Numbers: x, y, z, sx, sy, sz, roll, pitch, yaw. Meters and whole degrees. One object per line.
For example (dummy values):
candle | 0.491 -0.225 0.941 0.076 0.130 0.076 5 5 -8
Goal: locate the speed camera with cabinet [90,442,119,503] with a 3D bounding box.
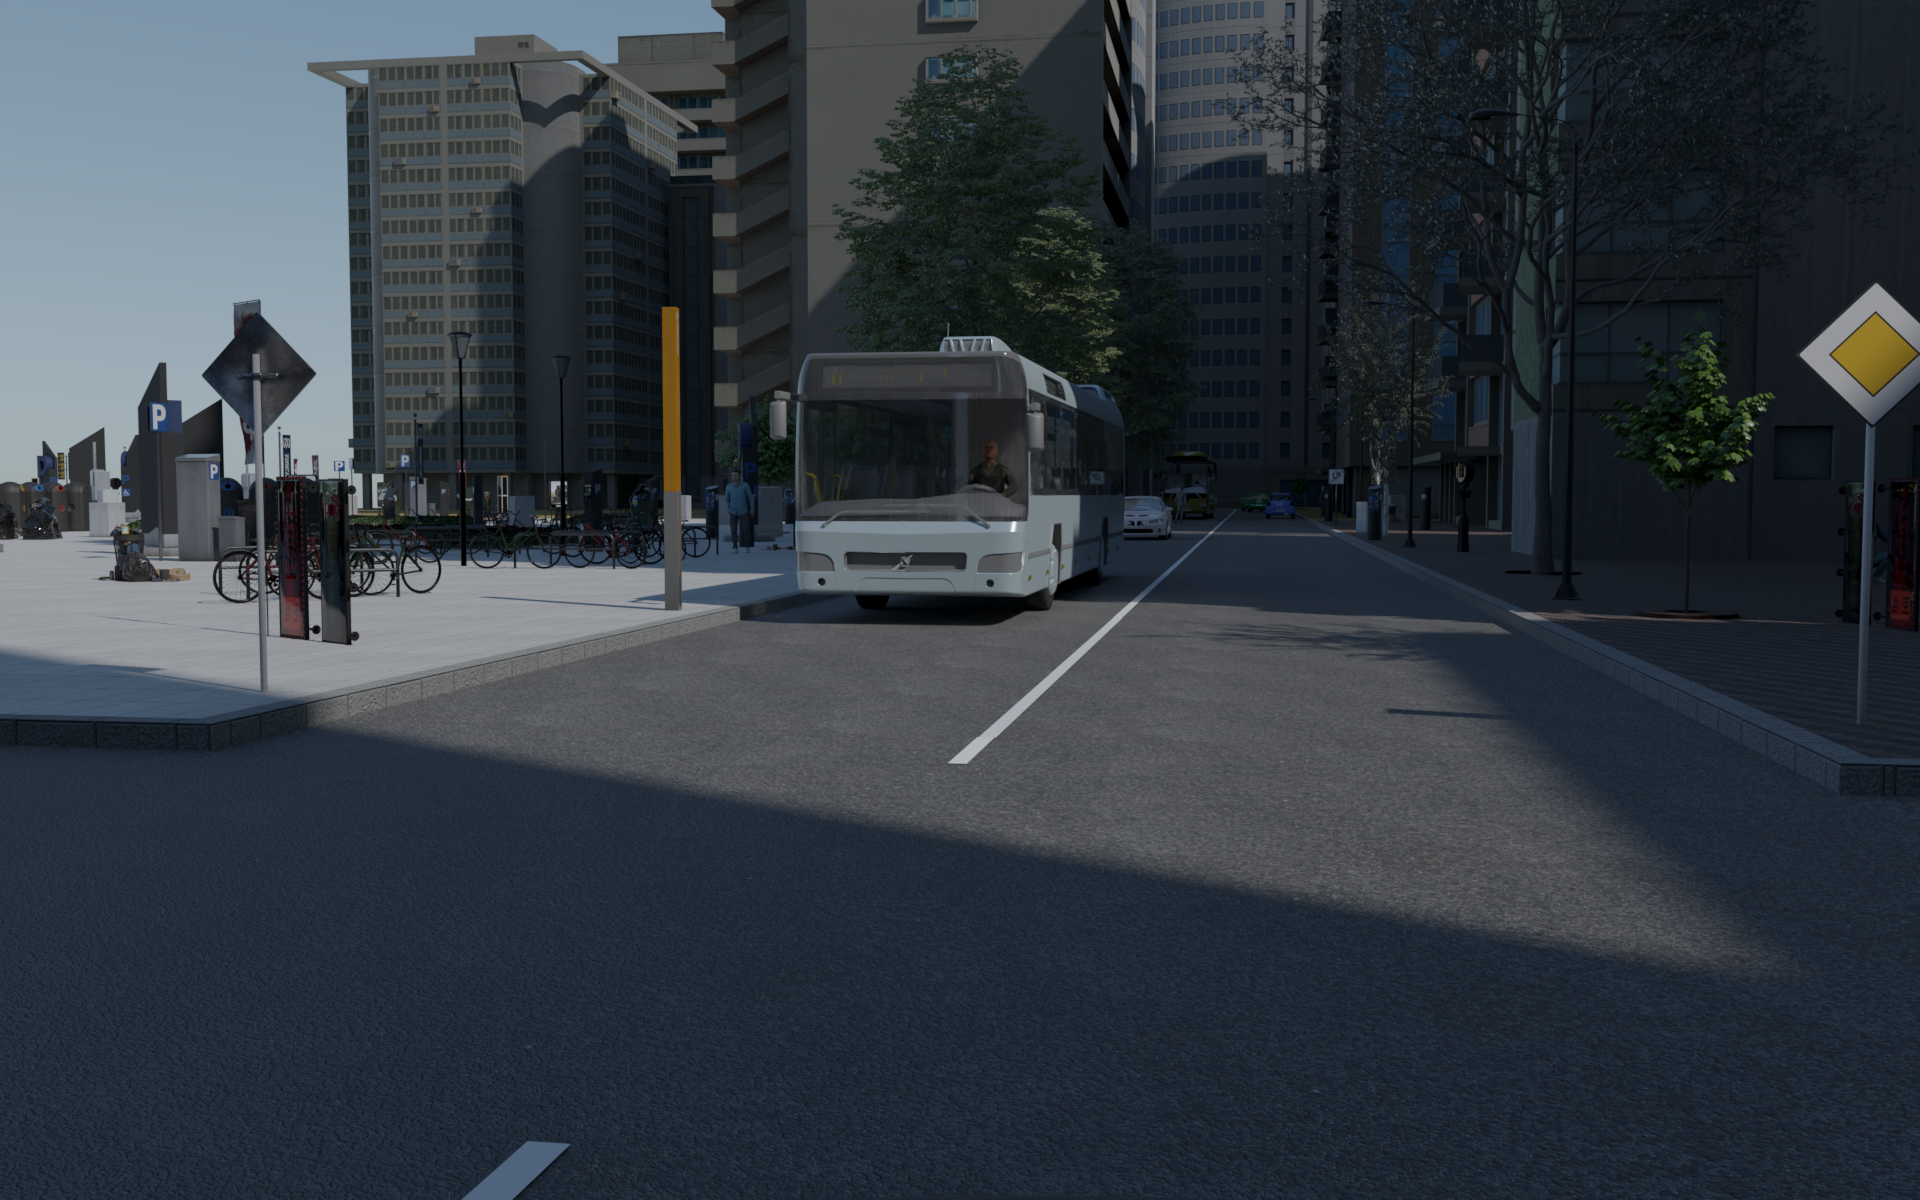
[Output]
speed camera with cabinet | -32.204 -4.335 65.215 0.660 3.252 2.038 -3 4 -37

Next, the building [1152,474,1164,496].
building | 2.993 -30.314 150.263 28.867 44.769 22.147 1 4 10

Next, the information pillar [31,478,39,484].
information pillar | -41.747 -4.510 78.222 0.304 2.012 0.304 -2 4 -24

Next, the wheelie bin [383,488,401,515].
wheelie bin | -29.431 -5.008 89.788 0.980 1.594 0.693 2 4 32

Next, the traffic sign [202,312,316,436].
traffic sign | -4.521 -0.550 11.182 0.795 2.593 0.064 1 4 10

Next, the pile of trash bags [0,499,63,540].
pile of trash bags | -27.284 -2.405 49.071 3.447 1.369 1.912 0 4 -4

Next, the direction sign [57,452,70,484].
direction sign | -48.641 -6.259 94.336 0.876 3.537 0.379 -3 5 -42

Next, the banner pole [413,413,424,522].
banner pole | -16.810 -3.902 53.812 0.401 3.779 0.863 0 4 4

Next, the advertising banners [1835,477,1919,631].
advertising banners | 8.918 -1.233 16.344 0.090 3.025 2.074 0 4 -3

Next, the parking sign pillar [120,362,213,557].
parking sign pillar | -16.649 -2.911 36.069 1.447 3.967 1.447 -3 5 -44

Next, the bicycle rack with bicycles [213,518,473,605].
bicycle rack with bicycles | -8.006 -0.513 21.777 2.925 0.926 2.852 -2 4 -32

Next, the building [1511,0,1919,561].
building | 19.663 -21.700 38.388 14.154 41.232 14.086 1 4 10

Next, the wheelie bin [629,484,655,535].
wheelie bin | -9.960 -2.840 54.349 0.693 1.594 0.980 0 4 3

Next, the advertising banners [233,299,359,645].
advertising banners | -5.889 -1.167 15.269 2.074 3.025 0.090 3 5 42

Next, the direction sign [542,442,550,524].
direction sign | -18.081 -5.106 75.479 0.379 3.537 0.876 -1 4 -16

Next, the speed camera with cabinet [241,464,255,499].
speed camera with cabinet | -30.929 -5.032 76.604 2.038 3.252 0.660 2 4 33

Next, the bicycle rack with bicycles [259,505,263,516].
bicycle rack with bicycles | -29.678 -3.423 69.348 2.925 0.926 2.852 2 4 27

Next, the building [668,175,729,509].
building | -17.744 -23.662 158.568 14.107 30.474 14.160 1 4 10

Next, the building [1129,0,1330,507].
building | 29.246 -38.838 177.003 28.212 58.520 21.231 1 4 10

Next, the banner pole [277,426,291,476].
banner pole | -25.005 -4.532 64.113 0.401 3.779 0.863 1 4 17

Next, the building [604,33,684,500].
building | -24.603 -34.408 186.264 21.600 48.544 21.300 1 4 10

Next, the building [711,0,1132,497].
building | -1.745 -28.979 97.501 21.300 48.544 21.600 1 4 10

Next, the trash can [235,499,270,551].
trash can | -16.091 -1.700 39.444 0.748 1.137 0.748 0 3 0

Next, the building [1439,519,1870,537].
building | 29.997 -25.183 66.375 22.147 44.769 28.867 1 4 10

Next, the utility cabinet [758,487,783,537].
utility cabinet | -5.672 -2.579 50.846 0.318 1.500 1.173 2 4 32

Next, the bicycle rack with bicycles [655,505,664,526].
bicycle rack with bicycles | -11.343 -2.793 59.055 2.925 0.926 2.852 2 4 33

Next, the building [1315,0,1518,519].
building | 34.992 -28.083 113.774 22.147 44.769 28.867 1 4 10

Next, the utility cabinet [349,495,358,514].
utility cabinet | -30.302 -4.550 85.560 1.020 1.237 0.306 -1 4 -21

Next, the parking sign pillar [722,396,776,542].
parking sign pillar | -5.735 -3.580 47.011 1.447 3.967 1.447 -1 4 -11

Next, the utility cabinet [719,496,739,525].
utility cabinet | -9.646 -3.754 72.533 1.020 1.237 0.306 0 4 0

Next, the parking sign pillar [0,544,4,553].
parking sign pillar | -21.749 -3.016 37.791 1.447 3.967 1.447 2 4 26

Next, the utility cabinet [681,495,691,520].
utility cabinet | -13.797 -4.638 86.991 0.306 1.237 1.020 -2 4 -29

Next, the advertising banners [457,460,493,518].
advertising banners | -24.499 -5.587 87.534 2.074 3.025 0.090 1 4 20

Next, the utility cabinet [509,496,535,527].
utility cabinet | -14.659 -2.863 57.977 0.306 1.237 1.020 2 4 24

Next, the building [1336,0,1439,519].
building | 27.829 -27.084 92.939 14.600 45.320 14.200 1 4 10

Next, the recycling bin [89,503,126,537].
recycling bin | -25.385 -2.386 51.569 0.722 1.027 0.722 1 4 13

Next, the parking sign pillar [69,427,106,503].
parking sign pillar | -34.817 -4.935 69.158 1.447 3.967 1.447 -2 4 -25

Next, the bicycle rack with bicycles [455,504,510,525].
bicycle rack with bicycles | -16.349 -2.923 61.168 2.925 0.926 2.852 -1 4 -17

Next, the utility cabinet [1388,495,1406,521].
utility cabinet | 20.665 -4.335 82.040 1.020 1.237 0.306 -2 4 -33

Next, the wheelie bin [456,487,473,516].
wheelie bin | -22.927 -4.447 80.612 0.980 1.594 0.693 0 4 -6

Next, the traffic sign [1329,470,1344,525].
traffic sign | 15.660 -4.277 72.067 0.606 2.300 0.079 1 4 17

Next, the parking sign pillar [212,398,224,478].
parking sign pillar | -21.324 -3.672 48.511 1.447 3.967 1.447 -2 4 -26

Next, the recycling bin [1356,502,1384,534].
recycling bin | 13.395 -2.685 56.450 0.722 1.027 0.722 -1 4 -16

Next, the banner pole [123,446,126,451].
banner pole | -43.663 -6.187 91.168 0.863 3.779 0.401 -3 4 -37

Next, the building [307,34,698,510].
building | -38.002 -28.187 152.739 23.993 40.220 32.217 1 4 10

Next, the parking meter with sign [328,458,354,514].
parking meter with sign | -30.114 -5.330 83.412 1.738 3.016 0.543 -3 4 -37

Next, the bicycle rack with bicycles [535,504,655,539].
bicycle rack with bicycles | -10.221 -2.075 47.309 2.852 0.926 2.925 0 4 7

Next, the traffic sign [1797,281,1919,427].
traffic sign | 5.034 -0.450 9.549 0.795 2.593 0.064 1 4 10

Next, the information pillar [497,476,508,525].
information pillar | -18.607 -4.036 70.487 0.304 2.012 0.304 3 5 40

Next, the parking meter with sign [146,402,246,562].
parking meter with sign | -14.504 -2.245 32.971 1.738 3.016 0.543 1 4 10

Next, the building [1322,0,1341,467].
building | 43.771 -33.721 140.576 28.713 52.752 27.495 1 4 10

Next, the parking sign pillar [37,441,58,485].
parking sign pillar | -45.904 -6.036 87.155 1.447 3.967 1.447 3 4 38
